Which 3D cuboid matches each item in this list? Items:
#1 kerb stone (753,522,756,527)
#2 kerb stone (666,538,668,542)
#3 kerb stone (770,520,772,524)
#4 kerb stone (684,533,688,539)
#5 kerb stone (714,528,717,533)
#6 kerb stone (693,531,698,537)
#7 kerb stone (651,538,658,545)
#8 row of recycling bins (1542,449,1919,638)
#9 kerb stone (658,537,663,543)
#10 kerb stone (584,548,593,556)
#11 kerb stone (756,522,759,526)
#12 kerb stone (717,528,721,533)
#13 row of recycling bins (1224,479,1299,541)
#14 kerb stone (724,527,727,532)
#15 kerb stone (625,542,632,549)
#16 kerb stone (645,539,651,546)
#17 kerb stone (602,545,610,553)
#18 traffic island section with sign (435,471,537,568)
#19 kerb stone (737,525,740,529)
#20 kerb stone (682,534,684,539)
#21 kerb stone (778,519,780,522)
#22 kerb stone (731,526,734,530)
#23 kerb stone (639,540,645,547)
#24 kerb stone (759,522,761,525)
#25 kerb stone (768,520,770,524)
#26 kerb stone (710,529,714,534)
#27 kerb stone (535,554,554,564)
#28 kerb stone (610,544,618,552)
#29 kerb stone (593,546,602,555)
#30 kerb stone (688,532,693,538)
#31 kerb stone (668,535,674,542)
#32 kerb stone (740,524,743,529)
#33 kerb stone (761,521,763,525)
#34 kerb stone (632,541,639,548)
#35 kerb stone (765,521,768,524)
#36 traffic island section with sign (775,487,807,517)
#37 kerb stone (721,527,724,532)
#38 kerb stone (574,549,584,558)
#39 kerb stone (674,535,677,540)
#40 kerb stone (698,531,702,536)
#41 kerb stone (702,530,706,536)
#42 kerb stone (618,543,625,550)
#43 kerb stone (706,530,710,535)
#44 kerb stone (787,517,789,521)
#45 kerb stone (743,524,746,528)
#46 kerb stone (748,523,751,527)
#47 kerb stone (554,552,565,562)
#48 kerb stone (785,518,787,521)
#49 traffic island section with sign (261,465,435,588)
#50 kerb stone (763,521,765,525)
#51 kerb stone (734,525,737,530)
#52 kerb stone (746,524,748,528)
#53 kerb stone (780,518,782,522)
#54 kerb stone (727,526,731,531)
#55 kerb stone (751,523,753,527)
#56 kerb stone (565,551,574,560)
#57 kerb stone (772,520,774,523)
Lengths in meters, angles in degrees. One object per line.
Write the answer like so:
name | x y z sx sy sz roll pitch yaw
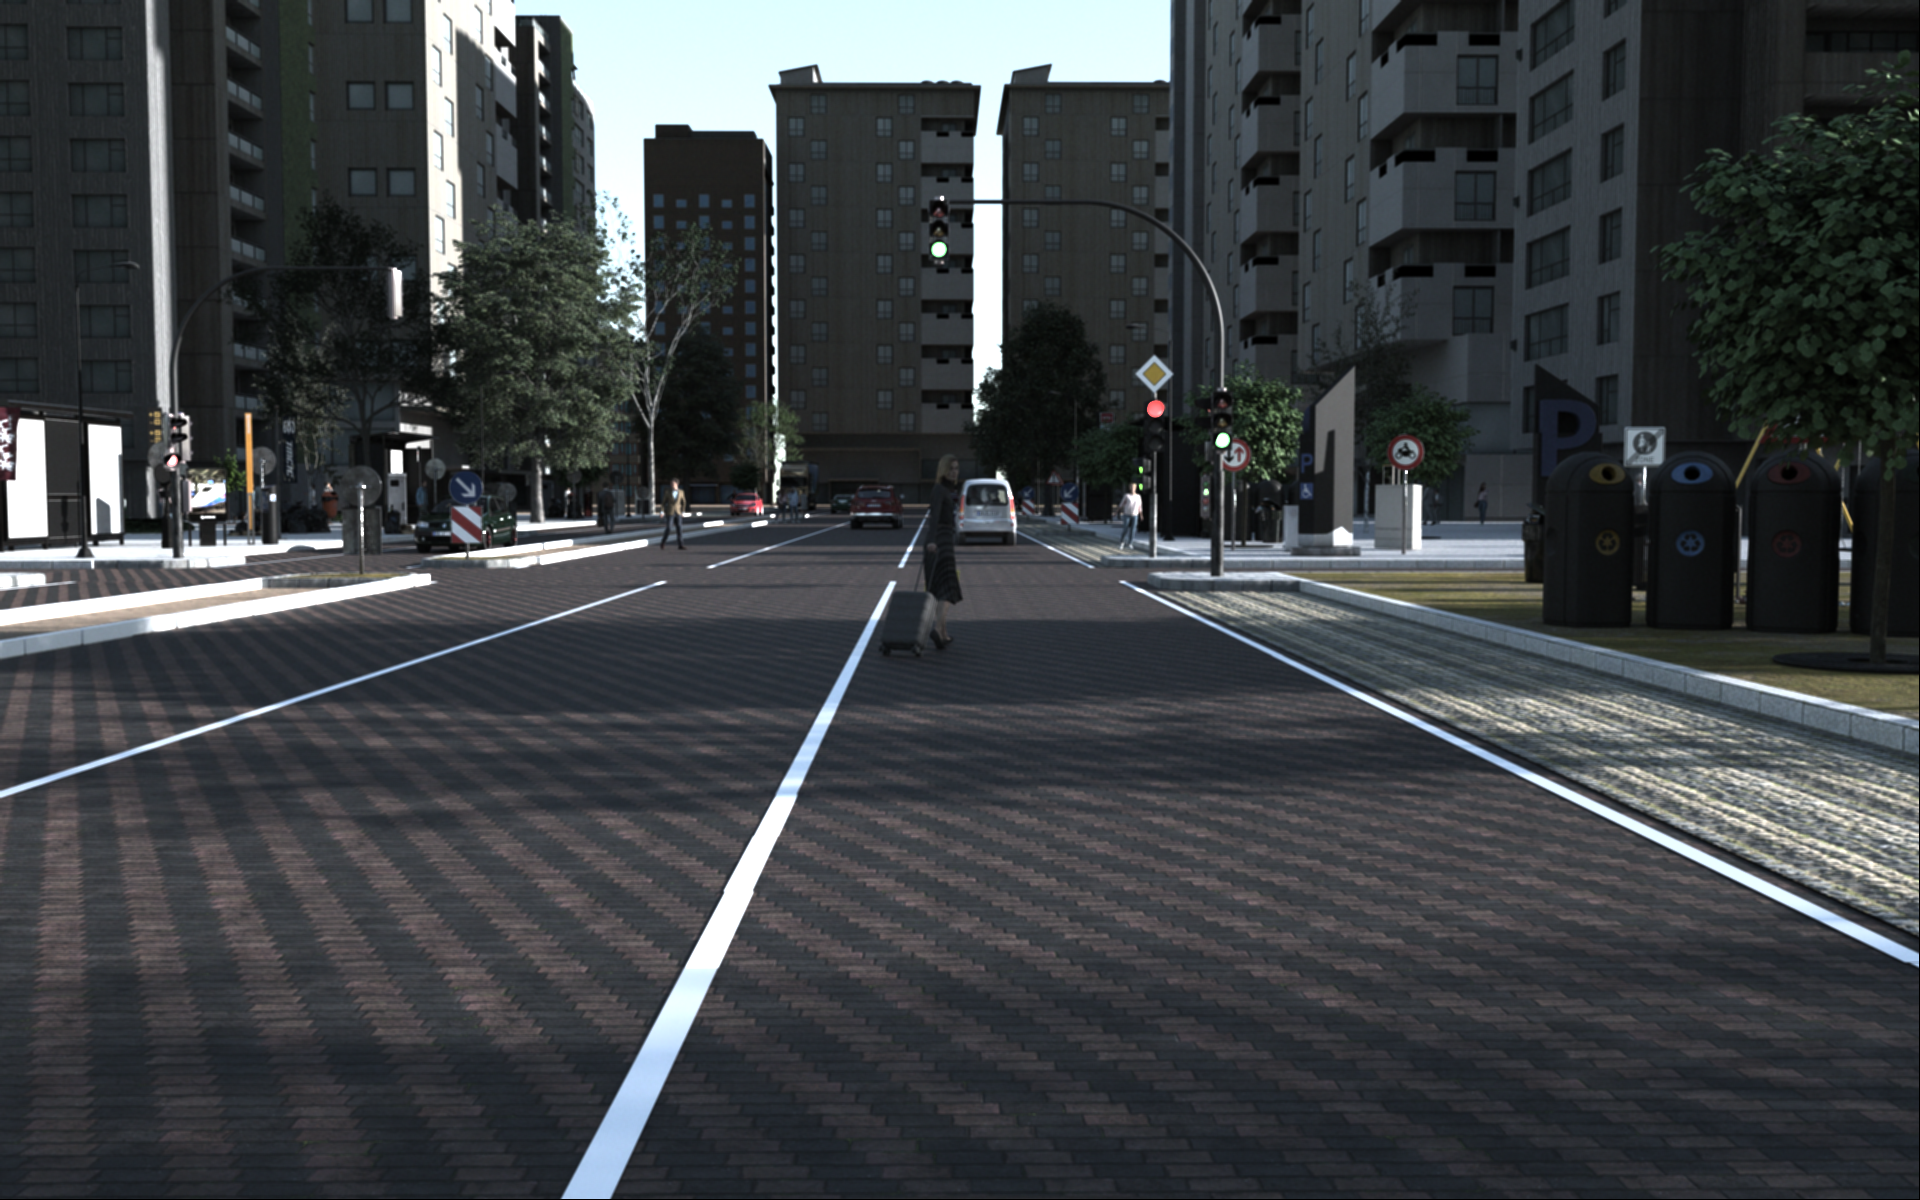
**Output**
kerb stone | -9.156 -3.284 75.892 0.120 0.150 1.000 0 4 -1
kerb stone | -8.849 -1.780 51.304 0.120 0.150 1.000 0 4 -1
kerb stone | -9.258 -3.724 83.075 0.120 0.150 1.000 0 4 -1
kerb stone | -8.901 -2.029 55.403 0.120 0.150 1.000 0 4 -1
kerb stone | -8.987 -2.470 62.586 0.120 0.150 1.000 0 4 -1
kerb stone | -8.919 -2.157 57.464 0.120 0.150 1.000 0 4 -1
kerb stone | -8.811 -1.655 49.252 0.120 0.150 1.000 0 4 -1
row of recycling bins | 7.383 -0.570 16.435 3.534 1.692 1.069 2 4 25
kerb stone | -8.828 -1.718 50.282 0.120 0.150 1.000 0 4 -1
kerb stone | -8.702 -1.090 40.016 0.120 0.150 1.000 0 4 -1
kerb stone | -9.172 -3.345 76.915 0.120 0.150 1.000 0 4 -1
kerb stone | -9.005 -2.531 63.609 0.120 0.150 1.000 0 4 -1
row of recycling bins | 8.964 -2.471 47.513 3.534 1.692 1.069 0 4 1
kerb stone | -9.032 -2.658 65.653 0.120 0.150 1.000 0 4 -1
kerb stone | -8.770 -1.404 45.147 0.120 0.150 1.000 0 4 -1
kerb stone | -8.807 -1.590 48.219 0.120 0.150 1.000 0 4 -1
kerb stone | -8.723 -1.216 42.075 0.120 0.150 1.000 0 4 -1
traffic island section with sign | -9.663 -1.614 34.521 2.006 1.907 1.989 0 4 -1
kerb stone | -9.082 -2.909 69.752 0.120 0.150 1.000 0 4 -1
kerb stone | -8.885 -1.968 54.371 0.120 0.150 1.000 0 4 -1
kerb stone | -9.311 -3.974 87.172 0.120 0.150 1.000 0 4 -1
kerb stone | -9.051 -2.783 67.697 0.120 0.150 1.000 0 4 -1
kerb stone | -8.788 -1.528 47.192 0.120 0.150 1.000 0 4 -1
kerb stone | -9.191 -3.409 77.942 0.120 0.150 1.000 0 4 -1
kerb stone | -9.250 -3.661 82.053 0.120 0.150 1.000 0 4 -1
kerb stone | -8.975 -2.405 61.562 0.120 0.150 1.000 0 4 -1
kerb stone | -8.635 -0.839 35.918 0.120 0.150 1.000 0 4 -1
kerb stone | -8.739 -1.274 43.097 0.120 0.150 1.000 0 4 -1
kerb stone | -8.706 -1.153 41.053 0.120 0.150 1.000 0 4 -1
kerb stone | -8.907 -2.092 56.434 0.120 0.150 1.000 0 4 -1
kerb stone | -8.853 -1.843 52.327 0.120 0.150 1.000 0 4 -1
kerb stone | -9.095 -2.971 70.774 0.120 0.150 1.000 0 4 -1
kerb stone | -9.205 -3.473 78.977 0.120 0.150 1.000 0 4 -1
kerb stone | -8.778 -1.458 46.170 0.120 0.150 1.000 0 4 -1
kerb stone | -9.228 -3.599 81.031 0.120 0.150 1.000 0 4 -1
traffic island section with sign | -10.648 -6.209 109.654 2.006 1.907 1.989 0 4 -1
kerb stone | -9.020 -2.595 64.631 0.120 0.150 1.000 0 4 -1
kerb stone | -8.679 -1.021 38.995 0.120 0.150 1.000 0 4 -1
kerb stone | -8.870 -1.903 53.349 0.120 0.150 1.000 0 4 -1
kerb stone | -8.939 -2.219 58.486 0.120 0.150 1.000 0 4 -1
kerb stone | -8.946 -2.282 59.508 0.120 0.150 1.000 0 4 -1
kerb stone | -8.751 -1.341 44.125 0.120 0.150 1.000 0 4 -1
kerb stone | -8.961 -2.345 60.540 0.120 0.150 1.000 0 4 -1
kerb stone | -9.375 -4.285 92.290 0.120 0.150 1.000 0 4 -1
kerb stone | -9.103 -3.033 71.797 0.120 0.150 1.000 0 4 -1
kerb stone | -9.146 -3.159 73.846 0.120 0.150 1.000 0 4 -1
kerb stone | -8.653 -0.902 36.943 0.120 0.150 1.000 0 4 -1
kerb stone | -9.363 -4.221 91.266 0.120 0.150 1.000 0 4 -1
traffic island section with sign | -9.576 -1.161 27.115 2.006 1.907 1.989 0 4 -1
kerb stone | -9.220 -3.536 80.007 0.120 0.150 1.000 0 4 -1
kerb stone | -9.069 -2.846 68.720 0.120 0.150 1.000 0 4 -1
kerb stone | -9.117 -3.096 72.819 0.120 0.150 1.000 0 4 -1
kerb stone | -9.323 -4.036 88.195 0.120 0.150 1.000 0 4 -1
kerb stone | -9.042 -2.720 66.675 0.120 0.150 1.000 0 4 -1
kerb stone | -9.157 -3.221 74.869 0.120 0.150 1.000 0 4 -1
kerb stone | -8.676 -0.965 37.966 0.120 0.150 1.000 0 4 -1
kerb stone | -9.271 -3.786 84.105 0.120 0.150 1.000 0 4 -1
